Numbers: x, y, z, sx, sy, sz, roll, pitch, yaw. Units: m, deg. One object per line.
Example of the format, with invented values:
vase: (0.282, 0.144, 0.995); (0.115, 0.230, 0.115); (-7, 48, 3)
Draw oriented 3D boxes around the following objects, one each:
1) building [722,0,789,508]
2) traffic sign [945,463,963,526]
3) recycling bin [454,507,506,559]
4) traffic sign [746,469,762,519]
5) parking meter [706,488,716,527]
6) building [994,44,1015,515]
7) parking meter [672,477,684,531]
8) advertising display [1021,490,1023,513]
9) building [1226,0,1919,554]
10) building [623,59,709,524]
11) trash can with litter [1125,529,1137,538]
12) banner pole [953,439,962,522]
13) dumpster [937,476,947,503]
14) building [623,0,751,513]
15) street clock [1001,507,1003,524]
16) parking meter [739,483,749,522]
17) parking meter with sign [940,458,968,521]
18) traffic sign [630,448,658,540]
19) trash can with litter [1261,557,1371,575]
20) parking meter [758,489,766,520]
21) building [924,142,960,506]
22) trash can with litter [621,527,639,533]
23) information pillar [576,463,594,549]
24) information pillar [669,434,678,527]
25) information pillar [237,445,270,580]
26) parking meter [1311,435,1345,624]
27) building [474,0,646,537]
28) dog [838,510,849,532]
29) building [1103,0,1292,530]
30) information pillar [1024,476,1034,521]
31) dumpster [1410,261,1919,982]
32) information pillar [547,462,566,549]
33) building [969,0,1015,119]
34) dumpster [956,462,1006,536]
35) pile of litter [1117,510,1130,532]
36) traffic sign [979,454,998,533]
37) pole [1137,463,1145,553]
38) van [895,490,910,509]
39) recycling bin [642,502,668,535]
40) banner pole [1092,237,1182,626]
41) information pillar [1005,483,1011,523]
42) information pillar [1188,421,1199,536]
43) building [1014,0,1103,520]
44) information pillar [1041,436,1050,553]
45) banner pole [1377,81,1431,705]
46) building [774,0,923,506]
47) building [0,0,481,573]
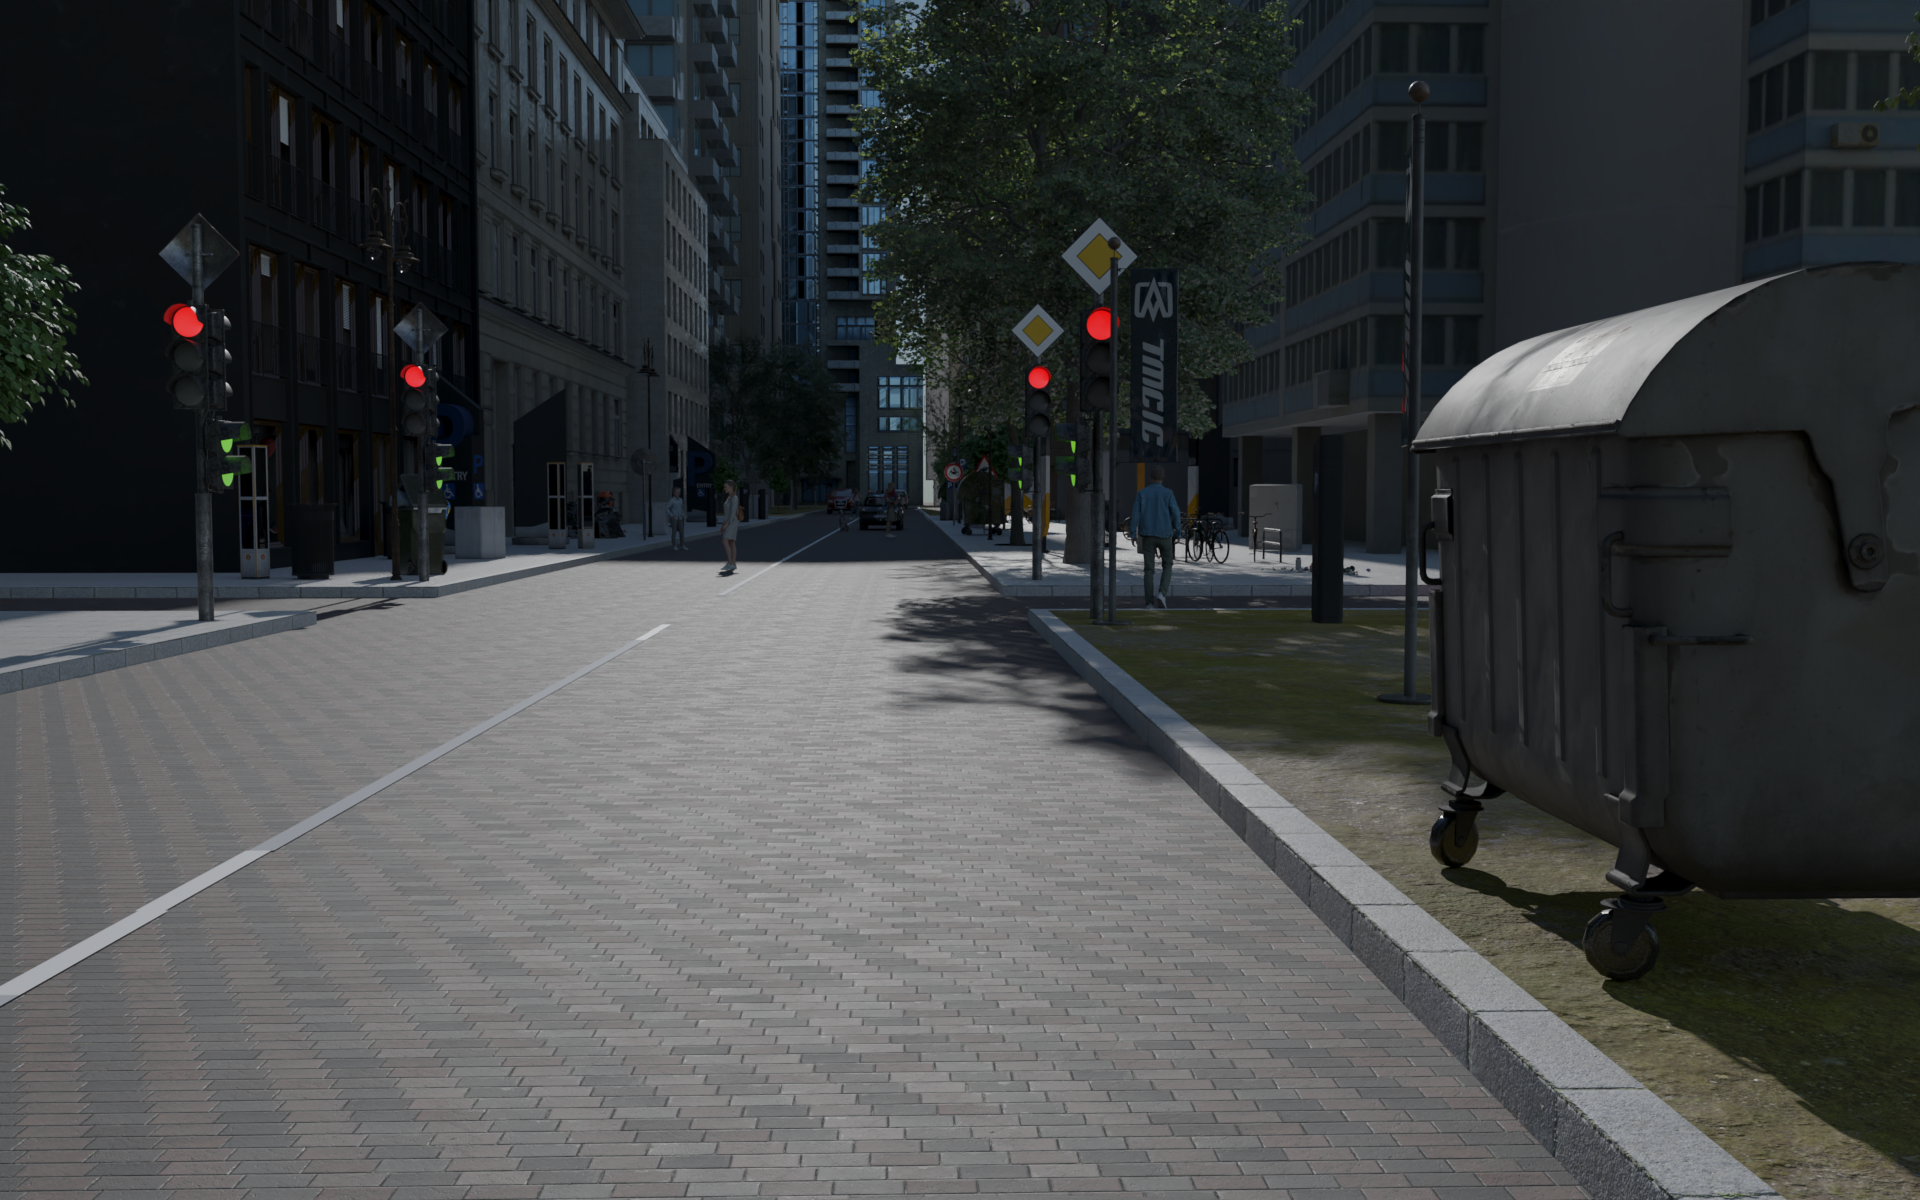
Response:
building: (-30.181, -34.763, 157.612); (27.495, 52.752, 28.713); (0, 4, -2)
traffic sign: (-0.247, -4.311, 70.594); (0.768, 2.556, 0.104); (0, 4, -1)
recycling bin: (-9.555, -1.341, 34.481); (0.722, 1.027, 0.722); (2, 4, 25)
traffic sign: (-10.669, -5.465, 89.356); (0.884, 2.594, 0.081); (0, 4, 6)
parking meter: (-9.681, -3.609, 67.419); (0.372, 1.533, 0.369); (0, 3, 0)
building: (8.947, -20.984, 114.793); (14.160, 30.474, 14.107); (0, 4, -2)
parking meter: (-9.714, -3.299, 59.642); (0.399, 1.863, 0.255); (-1, 4, -9)
advertising display: (1.957, -3.196, 57.464); (0.123, 1.923, 0.974); (1, 4, 12)
building: (19.834, -21.408, 41.898); (23.993, 40.220, 32.217); (0, 4, -2)
building: (-18.173, -13.941, 82.689); (10.420, 20.320, 16.860); (0, 4, -2)
trash can with litter: (5.282, -2.407, 50.735); (1.055, 1.170, 0.624); (3, 5, 40)
banner pole: (-0.183, -5.461, 79.304); (0.401, 3.779, 0.863); (-1, 4, -23)
dumpster: (-0.366, -5.171, 87.034); (1.502, 2.255, 1.985); (0, 4, -2)
building: (-26.617, -30.269, 114.513); (23.786, 49.044, 30.456); (0, 4, -2)
street clock: (1.728, -4.214, 73.462); (0.358, 2.002, 0.471); (0, 4, -7)
parking meter: (-9.784, -4.460, 78.630); (0.399, 1.863, 0.255); (-2, 4, -33)
parking meter with sign: (-0.333, -5.356, 83.836); (0.543, 3.016, 1.738); (2, 4, 34)
traffic sign: (-8.756, -2.930, 48.011); (0.768, 2.556, 0.104); (0, 4, 1)
trash can with litter: (5.952, -1.063, 28.439); (1.678, 1.210, 2.233); (0, 4, -2)
parking meter: (-9.951, -4.802, 86.928); (0.372, 1.533, 0.369); (0, 3, 0)
building: (3.084, -31.249, 194.522); (14.086, 41.232, 14.154); (0, 4, -2)
trash can with litter: (-11.650, -2.873, 58.028); (1.678, 1.210, 2.233); (-1, 4, -13)
information pillar: (-8.802, -2.215, 40.708); (0.304, 2.012, 0.304); (-2, 4, -34)
information pillar: (-11.116, -4.643, 67.274); (0.183, 3.616, 0.504); (-3, 5, -44)
information pillar: (-10.634, -1.321, 26.085); (0.304, 2.012, 0.304); (1, 4, 19)
parking meter: (3.675, -0.708, 17.292); (0.255, 1.863, 0.399); (0, 4, 1)
building: (-20.850, -13.778, 58.550); (16.112, 22.955, 30.059); (0, 4, -2)
dog: (-4.531, -3.040, 66.539); (0.513, 0.831, 0.800); (1, 4, 11)
building: (12.408, -18.169, 68.763); (14.160, 30.474, 14.107); (0, 4, -2)
information pillar: (3.293, -5.583, 82.632); (0.504, 3.616, 0.183); (-1, 4, -8)
dumpster: (2.229, 0.033, 5.217); (1.264, 1.857, 1.865); (0, 4, -2)
information pillar: (-9.376, -2.188, 40.265); (0.304, 2.012, 0.304); (1, 4, 18)
building: (7.524, -28.083, 142.753); (14.154, 41.232, 14.086); (0, 4, -2)
dumpster: (0.663, -3.165, 54.249); (1.502, 2.255, 1.985); (0, 4, -2)
pile of litter: (5.510, -2.787, 59.538); (1.176, 0.858, 1.719); (2, 4, 24)
traffic sign: (0.795, -3.461, 56.586); (0.884, 2.594, 0.081); (0, 4, -1)
pole: (3.906, -2.663, 37.379); (0.158, 3.312, 0.155); (0, 3, 0)
van: (-5.837, -9.722, 165.969); (2.013, 2.044, 4.112); (0, 4, -1)
recycling bin: (-9.519, -2.541, 54.100); (0.722, 1.027, 0.722); (0, 4, -4)
banner pole: (1.731, -1.647, 16.944); (0.863, 3.779, 0.401); (0, 4, 2)
information pillar: (2.108, -5.301, 78.027); (0.504, 3.616, 0.183); (0, 4, -3)
information pillar: (6.961, -3.694, 51.749); (0.183, 3.616, 0.504); (-1, 4, -23)
building: (10.191, -26.927, 90.361); (14.600, 45.320, 14.200); (0, 4, -2)
information pillar: (1.850, -2.837, 37.735); (0.183, 3.616, 0.504); (-1, 4, -12)
banner pole: (2.816, -1.273, 10.838); (0.401, 3.779, 0.863); (0, 4, 8)
building: (-19.825, -54.070, 196.709); (31.000, 86.520, 22.319); (0, 4, -2)
building: (-17.987, -12.567, 35.144); (12.332, 23.373, 15.834); (0, 4, -2)
